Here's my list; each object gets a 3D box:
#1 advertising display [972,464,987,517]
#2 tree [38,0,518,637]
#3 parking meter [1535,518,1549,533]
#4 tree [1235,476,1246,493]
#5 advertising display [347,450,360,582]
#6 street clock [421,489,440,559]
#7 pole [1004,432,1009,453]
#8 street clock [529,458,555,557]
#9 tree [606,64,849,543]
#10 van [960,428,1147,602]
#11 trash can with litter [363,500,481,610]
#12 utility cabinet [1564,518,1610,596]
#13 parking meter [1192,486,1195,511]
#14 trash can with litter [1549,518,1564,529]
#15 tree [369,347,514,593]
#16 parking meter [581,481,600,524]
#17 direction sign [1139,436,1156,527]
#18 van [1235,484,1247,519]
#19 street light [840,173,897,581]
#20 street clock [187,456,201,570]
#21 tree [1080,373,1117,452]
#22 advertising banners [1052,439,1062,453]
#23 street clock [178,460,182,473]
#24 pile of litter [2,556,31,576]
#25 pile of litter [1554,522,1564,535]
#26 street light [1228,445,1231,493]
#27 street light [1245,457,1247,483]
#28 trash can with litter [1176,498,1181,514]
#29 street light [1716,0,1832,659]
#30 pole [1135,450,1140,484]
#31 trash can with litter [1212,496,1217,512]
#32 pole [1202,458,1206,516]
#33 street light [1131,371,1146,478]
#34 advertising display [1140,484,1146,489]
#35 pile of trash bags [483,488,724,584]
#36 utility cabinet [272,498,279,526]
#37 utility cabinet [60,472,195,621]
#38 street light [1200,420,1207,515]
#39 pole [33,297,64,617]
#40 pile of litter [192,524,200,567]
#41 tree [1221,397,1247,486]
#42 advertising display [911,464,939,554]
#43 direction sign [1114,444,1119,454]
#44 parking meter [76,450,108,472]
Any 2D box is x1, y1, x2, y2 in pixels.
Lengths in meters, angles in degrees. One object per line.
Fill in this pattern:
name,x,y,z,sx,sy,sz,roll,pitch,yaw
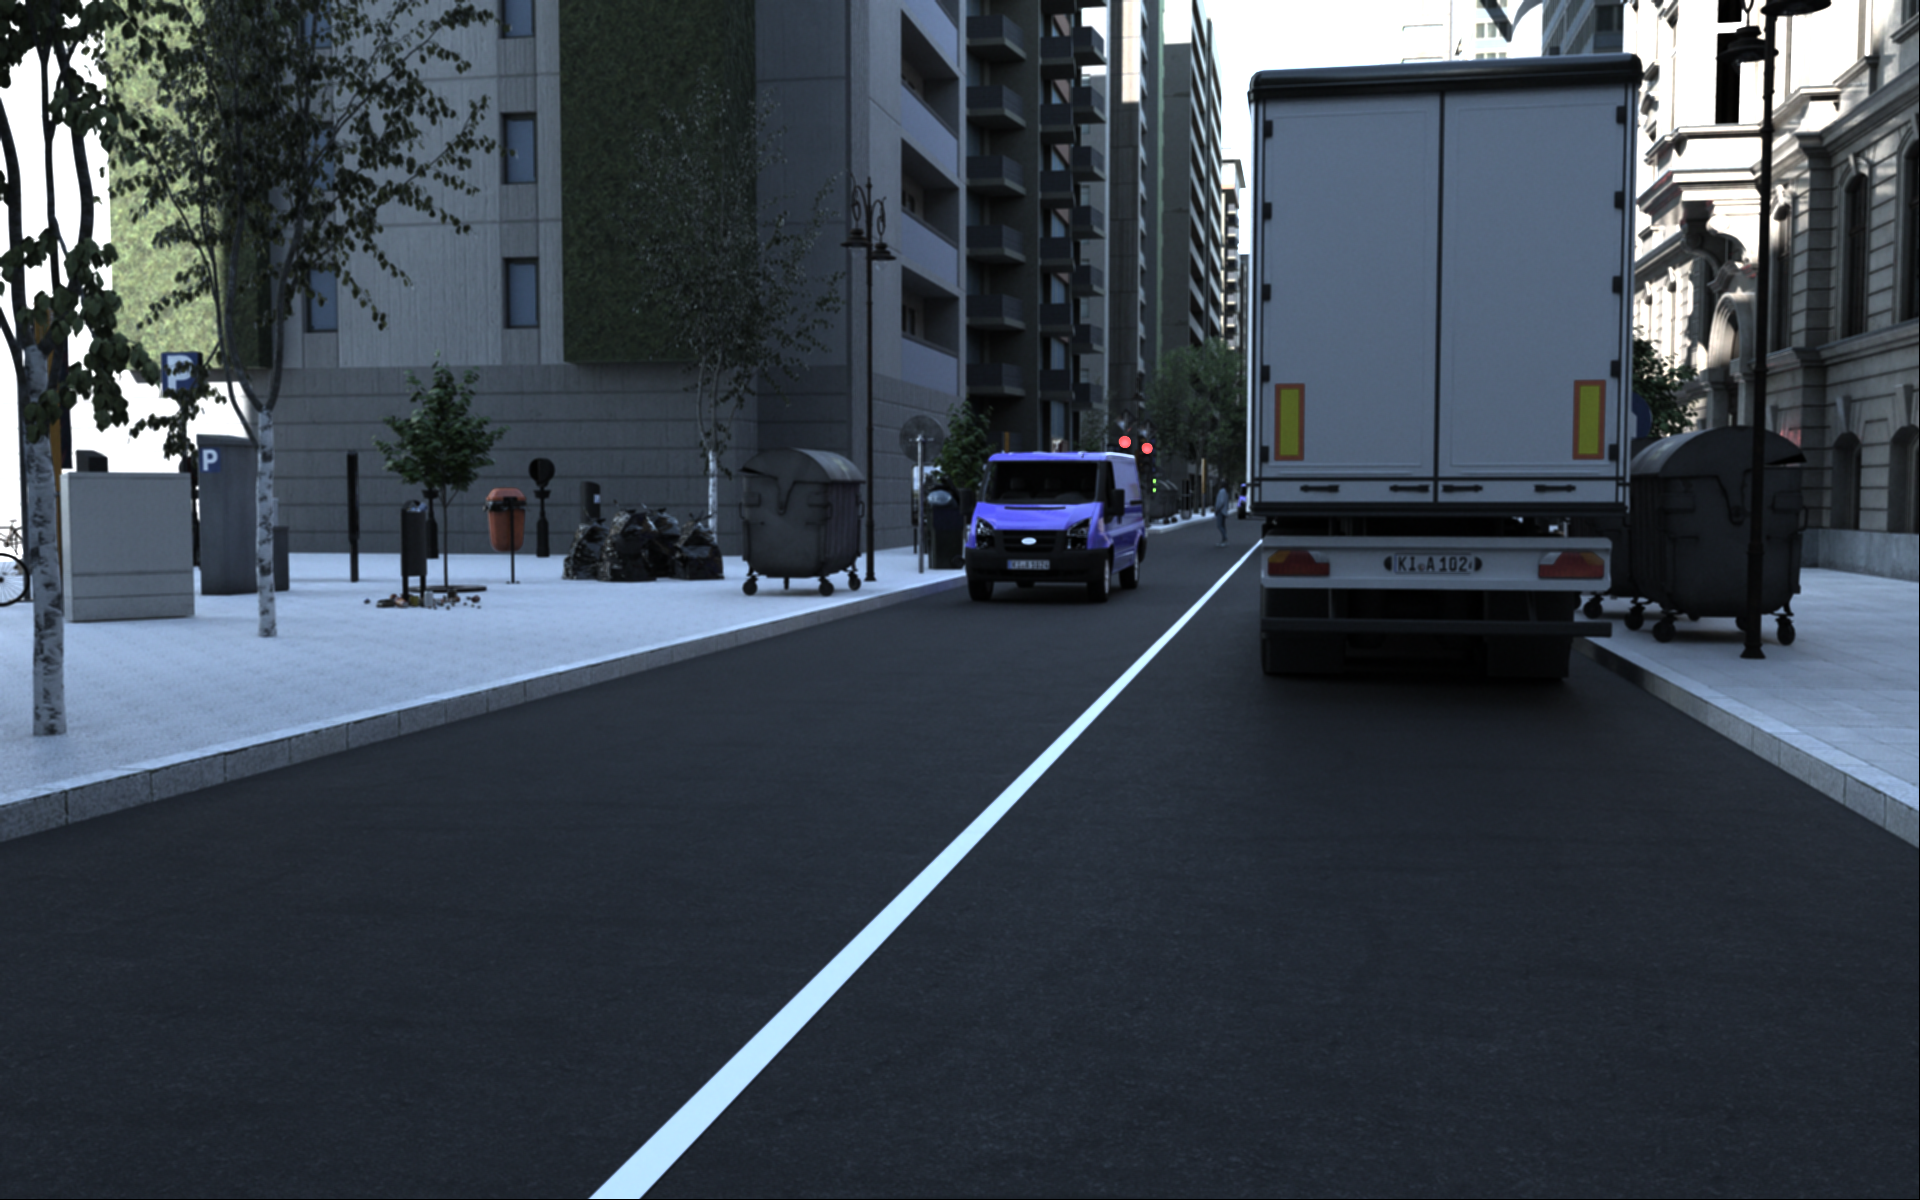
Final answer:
advertising display,0.728,-1.816,34.911,0.974,1.923,0.123,-1,4,-18
tree,-6.216,-3.989,15.590,4.360,8.622,3.978,0,3,0
parking meter,10.837,-1.468,32.414,0.372,1.533,0.369,0,3,0
tree,30.365,-11.731,186.409,1.663,3.219,1.824,0,3,0
advertising display,-8.946,-1.244,25.552,0.123,1.923,0.974,-1,4,-17
street clock,-10.486,-1.820,34.324,0.358,2.002,0.471,2,4,35
pole,1.538,-3.857,56.898,0.158,3.312,0.155,0,3,0
street clock,-8.476,-1.870,35.147,0.471,2.002,0.358,1,4,18
tree,-4.207,-4.924,30.872,4.360,8.622,3.978,0,3,0
van,1.441,-1.253,24.869,2.240,2.365,5.245,1,4,12
trash can with litter,-6.143,-0.565,20.302,1.678,1.210,2.233,0,4,5
utility cabinet,8.173,-0.655,21.874,1.020,1.237,0.306,1,4,15
parking meter,17.699,-7.649,130.780,0.255,1.863,0.399,1,4,12
trash can with litter,22.053,-3.157,63.012,0.624,1.170,1.055,3,5,43
tree,-6.877,-1.736,22.984,1.663,3.219,1.824,0,3,0
parking meter,-7.253,-1.566,34.022,0.372,1.533,0.369,0,3,0
direction sign,7.269,-4.604,67.270,0.876,3.537,0.379,-3,4,-39
van,17.123,-5.855,100.107,2.240,2.365,5.245,1,4,13
street light,-1.324,-3.216,25.376,0.468,5.910,1.993,1,4,11
street clock,-12.693,-1.504,29.160,0.358,2.002,0.471,1,4,13
tree,7.620,-9.374,103.631,4.360,8.622,3.978,0,3,0
advertising banners,2.654,-3.637,55.645,0.090,3.025,2.074,-2,4,-34
street clock,-14.605,-1.741,33.034,0.471,2.002,0.358,-3,5,-40
pile of litter,-14.755,-0.864,28.093,1.176,0.858,1.719,2,4,30
pile of litter,19.201,-2.431,53.707,1.719,0.858,1.176,2,4,34
street light,21.742,-10.240,140.219,0.468,5.910,1.993,1,4,11
street light,30.038,-12.774,181.640,0.468,5.910,1.993,1,4,11
trash can with litter,13.854,-6.018,109.781,1.055,1.170,0.624,-1,4,-16
street light,6.205,-2.483,13.377,0.468,5.910,1.993,1,4,11
pole,8.222,-5.286,80.275,0.158,3.312,0.155,0,3,0
trash can with litter,18.040,-6.766,122.009,0.624,1.170,1.055,2,4,29
pole,13.966,-6.446,99.240,0.158,3.312,0.155,0,3,0
street light,6.709,-5.650,65.170,0.468,5.910,1.993,1,4,11
advertising display,11.553,-6.200,106.589,0.974,1.923,0.123,1,4,10
pile of trash bags,-5.358,-0.982,25.815,3.447,1.369,1.912,-2,4,-32
utility cabinet,-10.438,-0.891,25.722,0.306,1.237,1.020,-3,5,-41
utility cabinet,-8.496,-0.551,17.686,1.173,1.500,0.318,-3,5,-43
street light,14.922,-8.179,106.512,0.468,5.910,1.993,1,4,11
pole,-9.460,-1.478,18.005,0.158,3.312,0.155,0,3,0
pile of litter,-13.838,-1.034,30.877,1.719,0.858,1.176,0,4,-1
tree,36.212,-18.762,213.410,9.857,13.997,8.962,0,3,0
advertising display,-0.592,-1.946,37.029,0.974,1.923,0.123,2,4,29
direction sign,6.949,-5.315,78.905,0.379,3.537,0.876,3,5,42
parking meter,-11.422,-1.048,22.842,0.399,1.863,0.255,3,4,36
